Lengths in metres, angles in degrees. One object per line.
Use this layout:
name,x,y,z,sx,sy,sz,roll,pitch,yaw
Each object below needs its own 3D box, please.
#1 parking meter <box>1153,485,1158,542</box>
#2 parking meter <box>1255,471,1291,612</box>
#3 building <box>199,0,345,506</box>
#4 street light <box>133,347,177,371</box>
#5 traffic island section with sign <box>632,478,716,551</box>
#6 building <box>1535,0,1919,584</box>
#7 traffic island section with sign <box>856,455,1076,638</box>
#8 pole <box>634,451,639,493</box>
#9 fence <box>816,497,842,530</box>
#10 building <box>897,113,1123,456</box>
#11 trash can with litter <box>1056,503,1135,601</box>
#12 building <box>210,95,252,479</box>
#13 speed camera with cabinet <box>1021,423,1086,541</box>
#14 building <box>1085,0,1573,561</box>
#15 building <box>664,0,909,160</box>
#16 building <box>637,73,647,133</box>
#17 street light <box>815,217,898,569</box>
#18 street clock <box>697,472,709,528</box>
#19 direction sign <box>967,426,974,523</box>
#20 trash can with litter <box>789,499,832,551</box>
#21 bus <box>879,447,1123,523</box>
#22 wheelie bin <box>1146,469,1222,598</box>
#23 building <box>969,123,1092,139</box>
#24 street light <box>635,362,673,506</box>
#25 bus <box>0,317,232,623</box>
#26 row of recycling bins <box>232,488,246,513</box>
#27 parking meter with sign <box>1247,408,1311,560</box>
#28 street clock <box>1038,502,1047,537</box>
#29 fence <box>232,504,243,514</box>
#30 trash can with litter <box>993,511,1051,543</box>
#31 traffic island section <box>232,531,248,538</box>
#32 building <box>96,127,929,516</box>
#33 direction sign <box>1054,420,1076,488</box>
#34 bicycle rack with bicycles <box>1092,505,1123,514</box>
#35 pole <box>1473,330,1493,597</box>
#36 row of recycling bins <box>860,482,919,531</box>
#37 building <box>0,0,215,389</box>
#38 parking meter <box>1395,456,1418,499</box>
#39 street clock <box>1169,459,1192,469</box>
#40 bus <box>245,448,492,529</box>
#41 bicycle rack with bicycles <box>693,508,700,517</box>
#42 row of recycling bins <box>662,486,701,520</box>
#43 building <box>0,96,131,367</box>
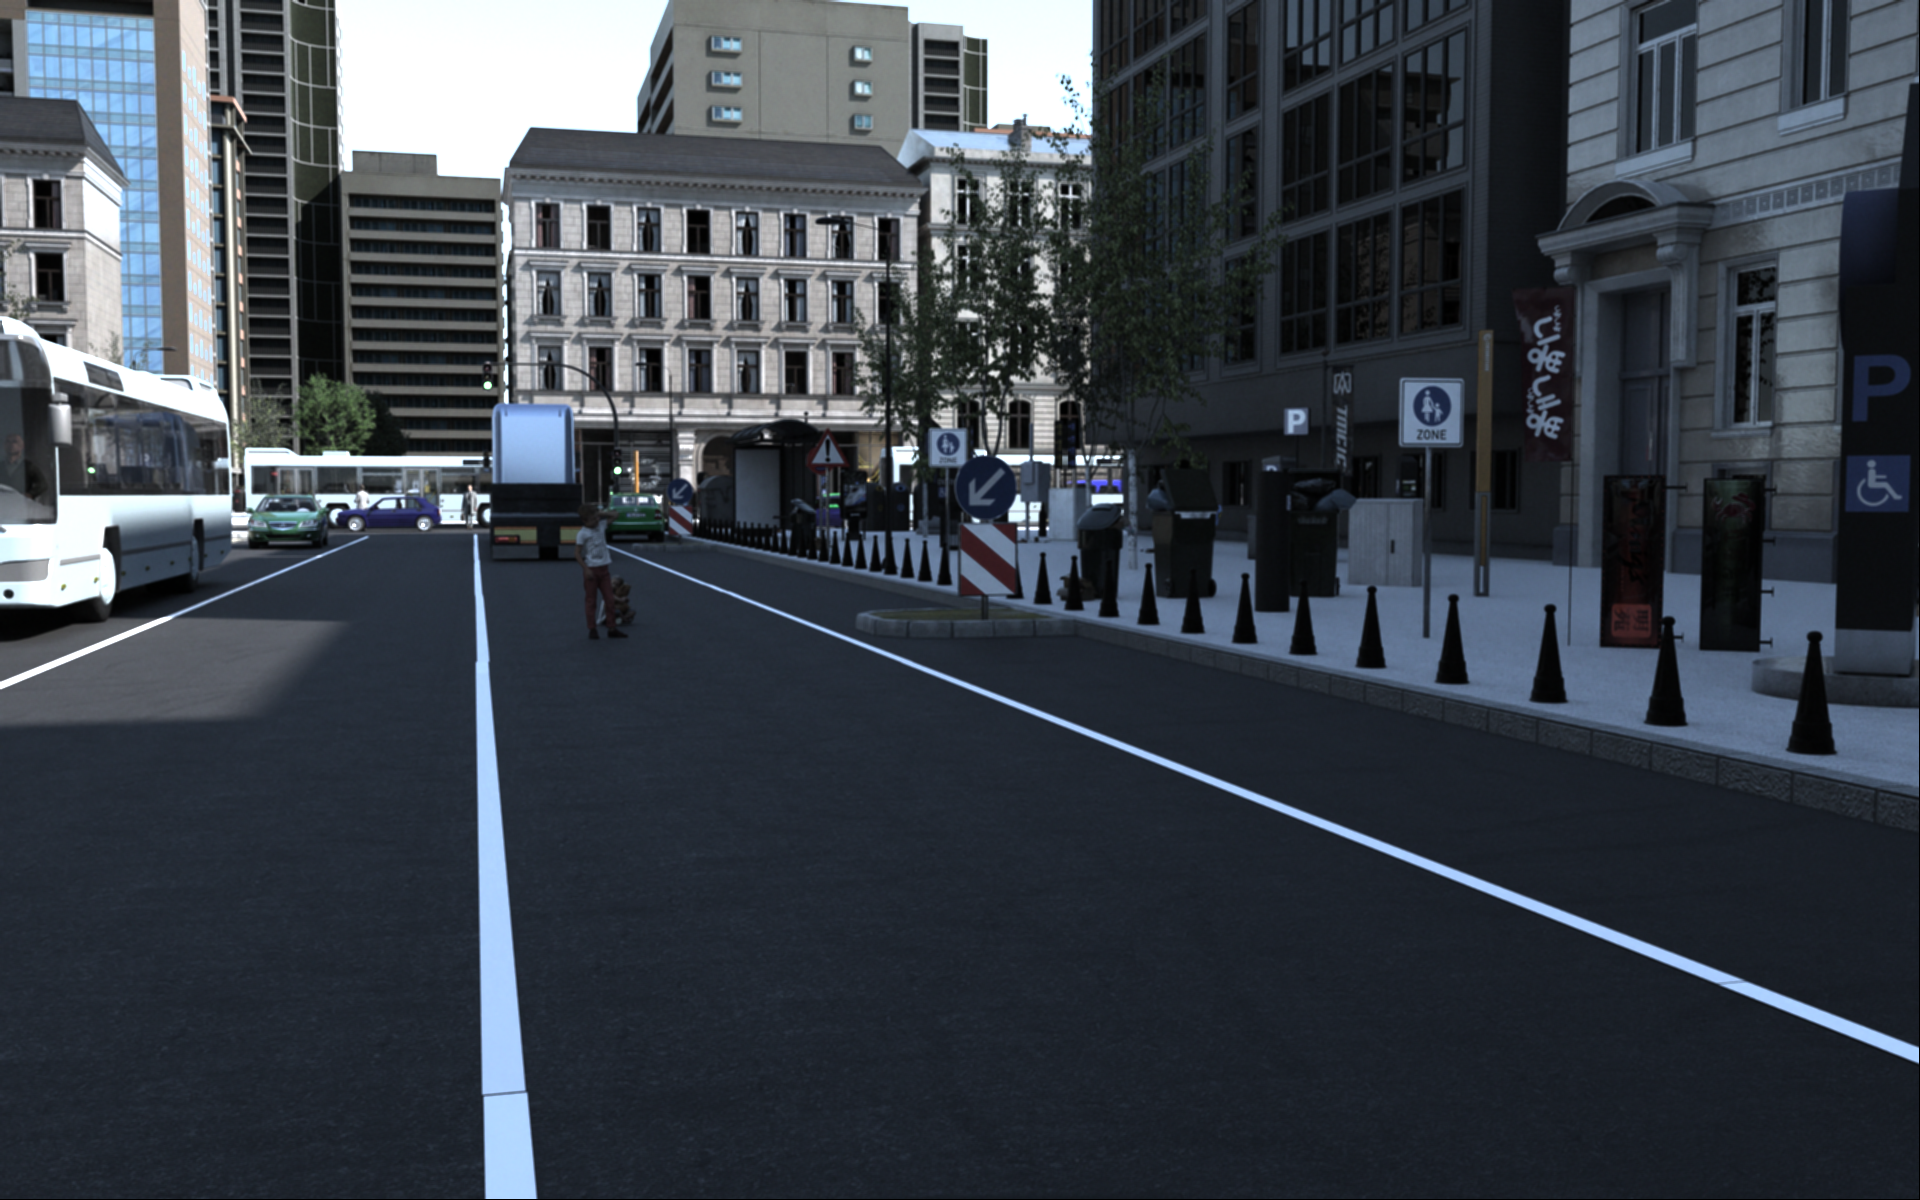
parking meter,5.386,-2.331,46.523,0.372,1.533,0.369,0,3,0
parking meter,3.421,-0.644,18.933,0.372,1.533,0.369,0,3,0
building,-97.025,-49.134,241.592,20.611,71.187,20.563,-1,4,-16
street light,-25.422,-5.025,54.700,1.470,5.913,1.316,-1,4,-16
traffic island section with sign,-7.337,-2.177,44.225,1.989,1.847,2.006,-1,4,-16
building,19.267,-14.477,22.597,13.634,28.700,20.117,-1,4,-16
traffic island section with sign,-0.040,-0.590,18.273,1.989,1.847,2.006,-1,4,-16
pole,-15.245,-5.367,81.590,0.158,3.312,0.155,0,3,0
fence,-4.162,-3.141,62.553,2.264,1.192,0.480,-3,5,-42
building,13.283,-17.430,104.072,34.723,24.649,14.460,-1,4,-16
trash can with litter,1.637,-0.593,21.080,0.624,1.170,1.055,2,4,32
building,-88.657,-32.254,181.981,28.867,44.769,22.147,-1,4,-16
speed camera with cabinet,2.610,-3.287,48.080,2.038,3.252,0.660,3,5,45
building,13.630,-15.316,43.922,14.314,27.812,24.014,-1,4,-16
building,-17.394,-33.050,164.067,21.300,48.544,21.600,-1,4,-16
building,-22.620,-34.348,185.284,21.300,48.544,21.600,-1,4,-16
street light,-1.746,-3.474,29.341,1.470,5.913,1.316,-1,4,-16
street clock,-8.419,-3.193,56.775,0.358,2.002,0.471,1,4,14
direction sign,0.347,-4.022,57.762,0.379,3.537,0.876,-1,4,-13
trash can with litter,-3.377,-1.729,39.654,1.055,1.170,0.624,2,4,29
bus,3.463,-4.615,70.322,13.247,3.499,2.948,-1,4,-15
wheelie bin,2.751,-0.835,21.563,0.980,1.594,0.693,-1,4,-20
building,7.486,-33.866,208.330,28.867,44.769,22.147,-1,4,-16
street light,-10.777,-5.432,61.353,1.470,5.913,1.316,-1,4,-16
bus,-11.480,-1.644,21.746,2.948,3.499,13.247,-1,4,-15
row of recycling bins,-50.336,-6.894,119.833,3.534,1.692,1.069,-1,4,-9
parking meter with sign,6.321,-2.337,34.468,0.543,3.016,1.738,3,4,37
street clock,2.486,-2.907,52.100,0.471,2.002,0.358,-2,4,-26
fence,-41.542,-5.098,98.733,0.278,0.683,2.069,1,4,15
trash can with litter,1.426,-2.121,45.738,2.233,1.210,1.678,-1,4,-17
traffic island section,-24.633,-2.160,57.602,2.009,0.180,2.903,-1,4,-16
building,-22.533,-14.787,92.669,40.483,20.767,10.553,-1,4,-16
direction sign,3.223,-3.740,53.139,0.379,3.537,0.876,-3,5,-44
bicycle rack with bicycles,5.501,-3.109,64.212,2.852,0.926,2.925,3,5,45
pole,6.538,-1.699,21.626,0.158,3.312,0.155,0,3,0
row of recycling bins,-1.712,-3.242,60.121,3.534,1.692,1.069,-1,4,-12
building,-70.439,-30.162,143.266,14.600,45.320,14.200,-1,4,-16
parking meter,6.777,-1.260,26.320,0.255,1.863,0.399,0,4,2
street clock,4.592,-1.929,36.105,0.471,2.002,0.358,-2,4,-31
bus,-22.597,-4.736,72.296,13.247,3.499,2.948,-1,4,-17
bicycle rack with bicycles,-12.003,-4.382,85.021,2.852,0.926,2.925,-3,5,-41
row of recycling bins,-13.354,-4.917,87.511,3.534,1.692,1.069,1,4,12
building,-61.813,-14.095,81.356,40.483,20.767,10.553,-1,4,-16
